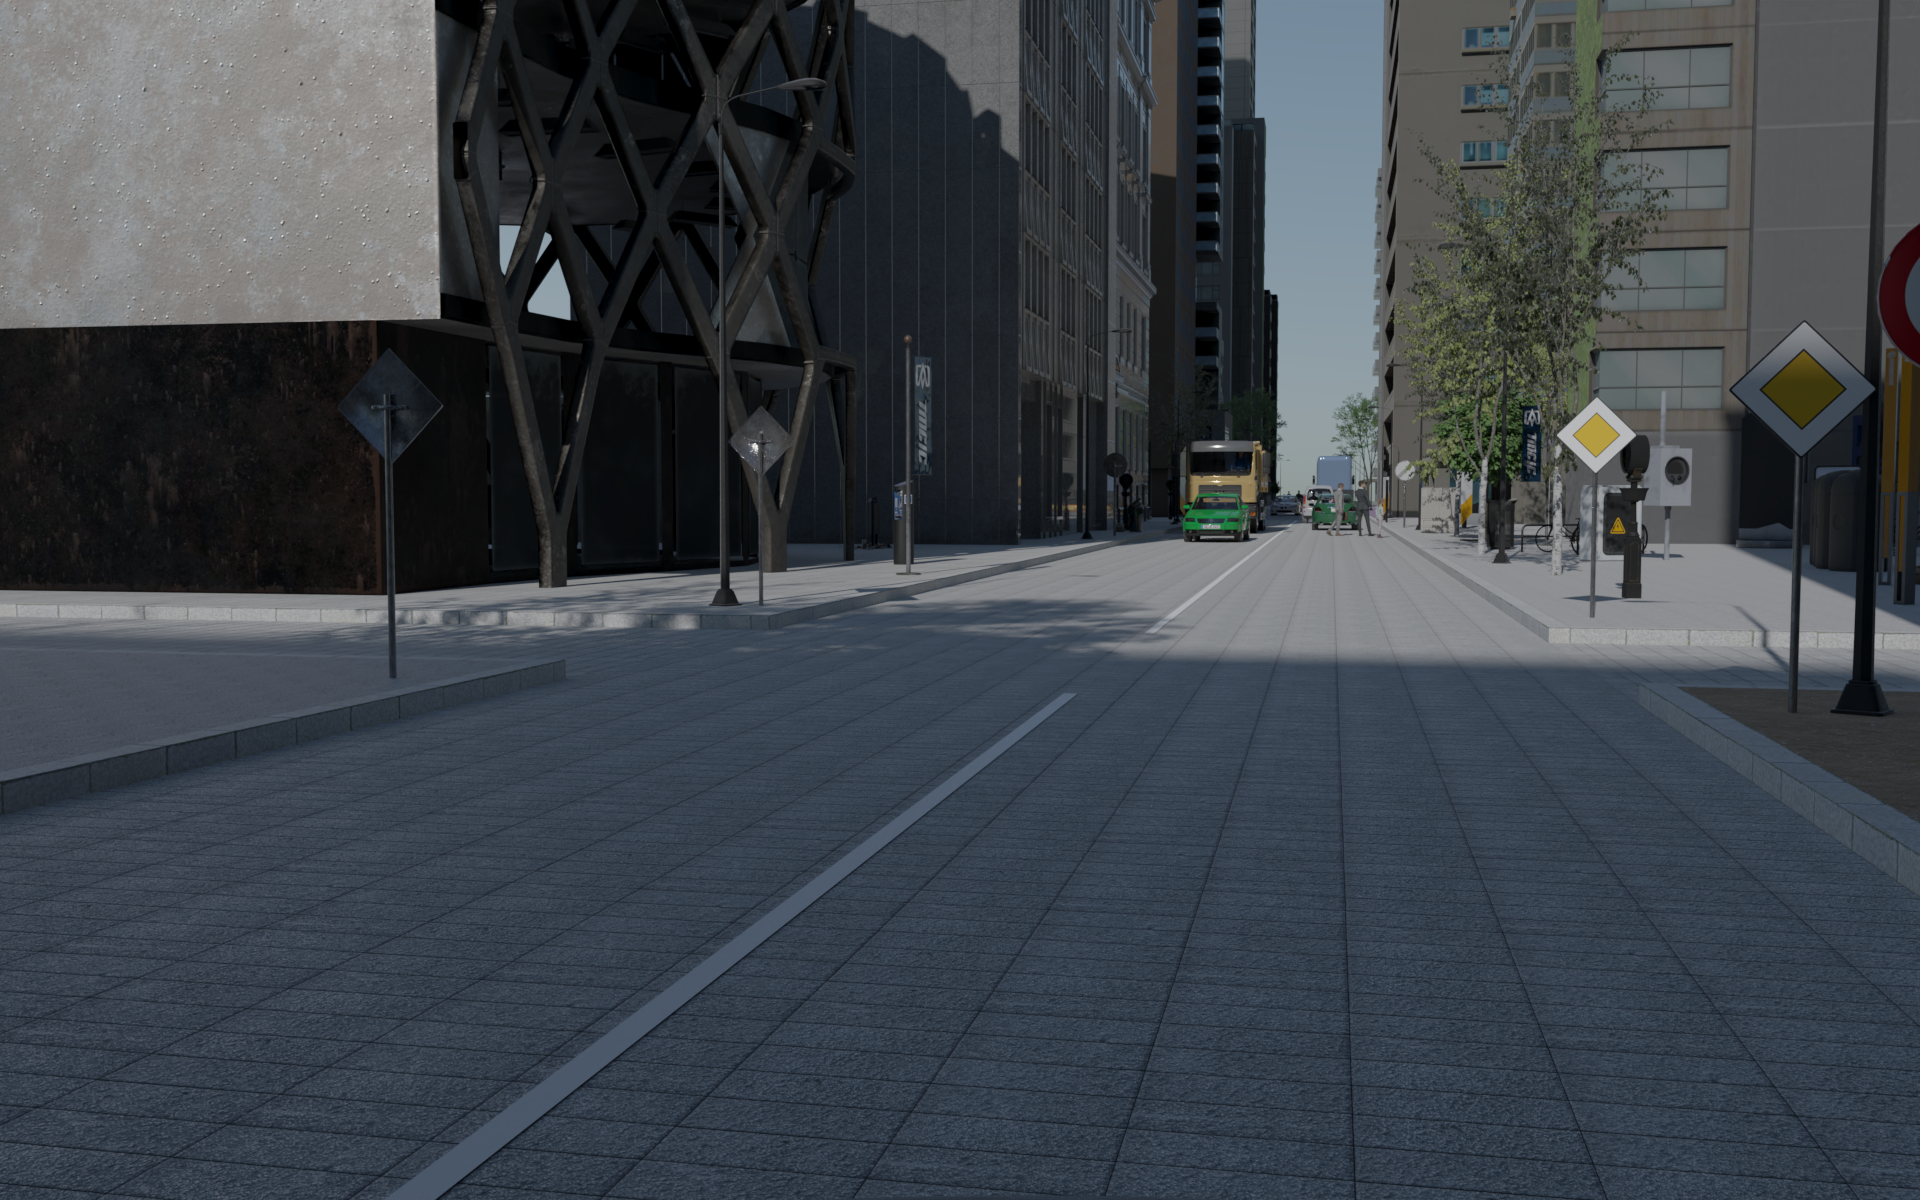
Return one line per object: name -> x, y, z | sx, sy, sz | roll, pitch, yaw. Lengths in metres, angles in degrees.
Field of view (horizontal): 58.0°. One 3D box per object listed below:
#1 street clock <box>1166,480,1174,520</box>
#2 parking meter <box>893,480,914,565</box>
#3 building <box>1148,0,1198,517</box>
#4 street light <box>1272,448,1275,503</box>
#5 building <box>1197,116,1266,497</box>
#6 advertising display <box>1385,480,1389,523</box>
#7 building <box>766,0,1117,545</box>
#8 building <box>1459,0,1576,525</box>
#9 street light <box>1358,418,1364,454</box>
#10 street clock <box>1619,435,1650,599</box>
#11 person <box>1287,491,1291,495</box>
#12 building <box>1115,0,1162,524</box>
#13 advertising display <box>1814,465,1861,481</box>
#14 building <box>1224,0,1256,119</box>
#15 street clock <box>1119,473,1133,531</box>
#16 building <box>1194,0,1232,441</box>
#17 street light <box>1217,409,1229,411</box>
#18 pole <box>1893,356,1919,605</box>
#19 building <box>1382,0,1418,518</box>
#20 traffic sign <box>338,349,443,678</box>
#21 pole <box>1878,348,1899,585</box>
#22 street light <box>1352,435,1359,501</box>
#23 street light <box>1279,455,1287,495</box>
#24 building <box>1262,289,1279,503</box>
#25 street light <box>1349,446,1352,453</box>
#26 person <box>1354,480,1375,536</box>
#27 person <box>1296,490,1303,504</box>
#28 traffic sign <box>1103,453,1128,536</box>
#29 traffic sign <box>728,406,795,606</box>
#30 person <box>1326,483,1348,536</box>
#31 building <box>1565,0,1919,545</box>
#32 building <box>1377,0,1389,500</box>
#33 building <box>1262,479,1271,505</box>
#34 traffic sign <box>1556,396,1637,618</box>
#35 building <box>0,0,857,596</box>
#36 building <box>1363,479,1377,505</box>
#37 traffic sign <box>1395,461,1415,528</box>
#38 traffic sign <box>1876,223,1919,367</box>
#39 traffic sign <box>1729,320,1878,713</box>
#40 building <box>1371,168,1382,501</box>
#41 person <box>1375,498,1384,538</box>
street clock -> 10.582, -5.041, 86.993 | 0.471, 2.002, 0.358 | 1, 4, 13
parking meter -> -1.026, -1.415, 31.542 | 0.372, 1.533, 0.369 | 0, 3, 0
building -> 6.403, -27.611, 101.546 | 14.600, 45.320, 14.200 | 1, 4, 12
street light -> 31.325, -12.431, 175.783 | 1.470, 5.913, 1.316 | 1, 4, 12
building -> 24.981, -30.619, 184.207 | 14.154, 41.232, 14.086 | 1, 4, 12
advertising display -> 19.325, -4.476, 78.402 | 0.123, 1.923, 0.974 | 1, 4, 14
building -> -2.334, -14.416, 53.718 | 12.078, 24.808, 19.932 | 1, 4, 12
building -> 37.327, -23.465, 75.529 | 32.217, 40.220, 23.993 | 1, 4, 12
street light -> 25.192, -8.134, 105.536 | 1.470, 5.913, 1.316 | 1, 4, 12
street clock -> 8.280, -1.023, 21.295 | 0.358, 2.002, 0.471 | 0, 4, 5
person -> 33.938, -10.396, 179.001 | 1.217, 1.766, 0.721 | 2, 4, 35
building -> 0.906, -17.581, 73.346 | 13.634, 28.700, 20.117 | 1, 4, 12
advertising display -> 19.672, -2.056, 38.835 | 0.974, 1.923, 0.123 | 2, 4, 33
building -> 29.871, -48.113, 224.896 | 20.563, 71.187, 20.611 | 1, 4, 12
street clock -> 5.795, -3.421, 60.509 | 0.471, 2.002, 0.358 | 0, 4, -7
building -> 12.487, -51.037, 147.120 | 22.319, 86.520, 31.000 | 1, 4, 12
street light -> 13.964, -7.479, 94.820 | 1.470, 5.913, 1.316 | 1, 4, 12
pole -> 10.966, -1.601, 20.018 | 0.158, 3.312, 0.155 | 0, 3, 0
building -> 36.264, -29.215, 101.372 | 21.300, 48.544, 21.600 | 1, 4, 12
traffic sign -> -3.953, -0.512, 12.018 | 0.795, 2.450, 0.064 | 1, 4, 12
pole -> 13.041, -1.864, 24.316 | 0.158, 3.312, 0.155 | 0, 3, 0
street light -> 31.523, -9.937, 135.008 | 1.470, 5.913, 1.316 | 1, 4, 12
street light -> 37.612, -14.233, 205.244 | 1.470, 5.913, 1.316 | 1, 4, 12
building -> 37.105, -28.784, 242.313 | 14.160, 30.474, 14.107 | 1, 4, 12
street light -> 38.083, -11.809, 165.611 | 1.470, 5.913, 1.316 | 1, 4, 12
person -> 13.747, -3.124, 58.948 | 0.648, 1.900, 0.474 | 3, 5, 43
person -> 29.714, -8.734, 151.855 | 0.990, 1.755, 0.434 | 3, 5, 43
traffic sign -> 4.752, -3.244, 53.139 | 0.768, 2.556, 0.104 | 1, 4, 21
traffic sign -> -2.280, -0.990, 19.827 | 0.795, 2.450, 0.064 | 1, 4, 12
person -> 12.992, -3.101, 59.317 | 0.853, 1.813, 0.709 | -1, 4, -15
building -> 24.644, -22.338, 48.820 | 14.154, 41.232, 14.086 | 1, 4, 12
building -> 46.671, -37.026, 147.375 | 21.231, 58.520, 28.212 | 1, 4, 12
building -> 20.368, -31.362, 204.656 | 32.217, 40.220, 23.993 | 1, 4, 12
traffic sign -> 6.560, -0.873, 17.919 | 0.795, 2.450, 0.064 | 1, 4, 12
building -> -10.596, -9.973, 30.504 | 16.820, 18.784, 16.811 | 1, 4, 12
building -> 63.638, -31.164, 201.405 | 32.217, 40.220, 23.993 | 1, 4, 12
traffic sign -> 16.989, -4.039, 66.144 | 0.768, 2.556, 0.104 | 1, 4, 20
traffic sign -> 4.481, -0.466, 7.719 | 0.768, 2.556, 0.104 | 1, 4, 21
traffic sign -> 4.887, -0.396, 10.110 | 0.795, 2.450, 0.064 | 1, 4, 12
building -> 66.049, -37.236, 228.409 | 23.786, 49.044, 30.456 | 1, 4, 12
person -> 13.691, -2.669, 56.409 | 0.394, 1.301, 0.425 | -2, 4, -33
